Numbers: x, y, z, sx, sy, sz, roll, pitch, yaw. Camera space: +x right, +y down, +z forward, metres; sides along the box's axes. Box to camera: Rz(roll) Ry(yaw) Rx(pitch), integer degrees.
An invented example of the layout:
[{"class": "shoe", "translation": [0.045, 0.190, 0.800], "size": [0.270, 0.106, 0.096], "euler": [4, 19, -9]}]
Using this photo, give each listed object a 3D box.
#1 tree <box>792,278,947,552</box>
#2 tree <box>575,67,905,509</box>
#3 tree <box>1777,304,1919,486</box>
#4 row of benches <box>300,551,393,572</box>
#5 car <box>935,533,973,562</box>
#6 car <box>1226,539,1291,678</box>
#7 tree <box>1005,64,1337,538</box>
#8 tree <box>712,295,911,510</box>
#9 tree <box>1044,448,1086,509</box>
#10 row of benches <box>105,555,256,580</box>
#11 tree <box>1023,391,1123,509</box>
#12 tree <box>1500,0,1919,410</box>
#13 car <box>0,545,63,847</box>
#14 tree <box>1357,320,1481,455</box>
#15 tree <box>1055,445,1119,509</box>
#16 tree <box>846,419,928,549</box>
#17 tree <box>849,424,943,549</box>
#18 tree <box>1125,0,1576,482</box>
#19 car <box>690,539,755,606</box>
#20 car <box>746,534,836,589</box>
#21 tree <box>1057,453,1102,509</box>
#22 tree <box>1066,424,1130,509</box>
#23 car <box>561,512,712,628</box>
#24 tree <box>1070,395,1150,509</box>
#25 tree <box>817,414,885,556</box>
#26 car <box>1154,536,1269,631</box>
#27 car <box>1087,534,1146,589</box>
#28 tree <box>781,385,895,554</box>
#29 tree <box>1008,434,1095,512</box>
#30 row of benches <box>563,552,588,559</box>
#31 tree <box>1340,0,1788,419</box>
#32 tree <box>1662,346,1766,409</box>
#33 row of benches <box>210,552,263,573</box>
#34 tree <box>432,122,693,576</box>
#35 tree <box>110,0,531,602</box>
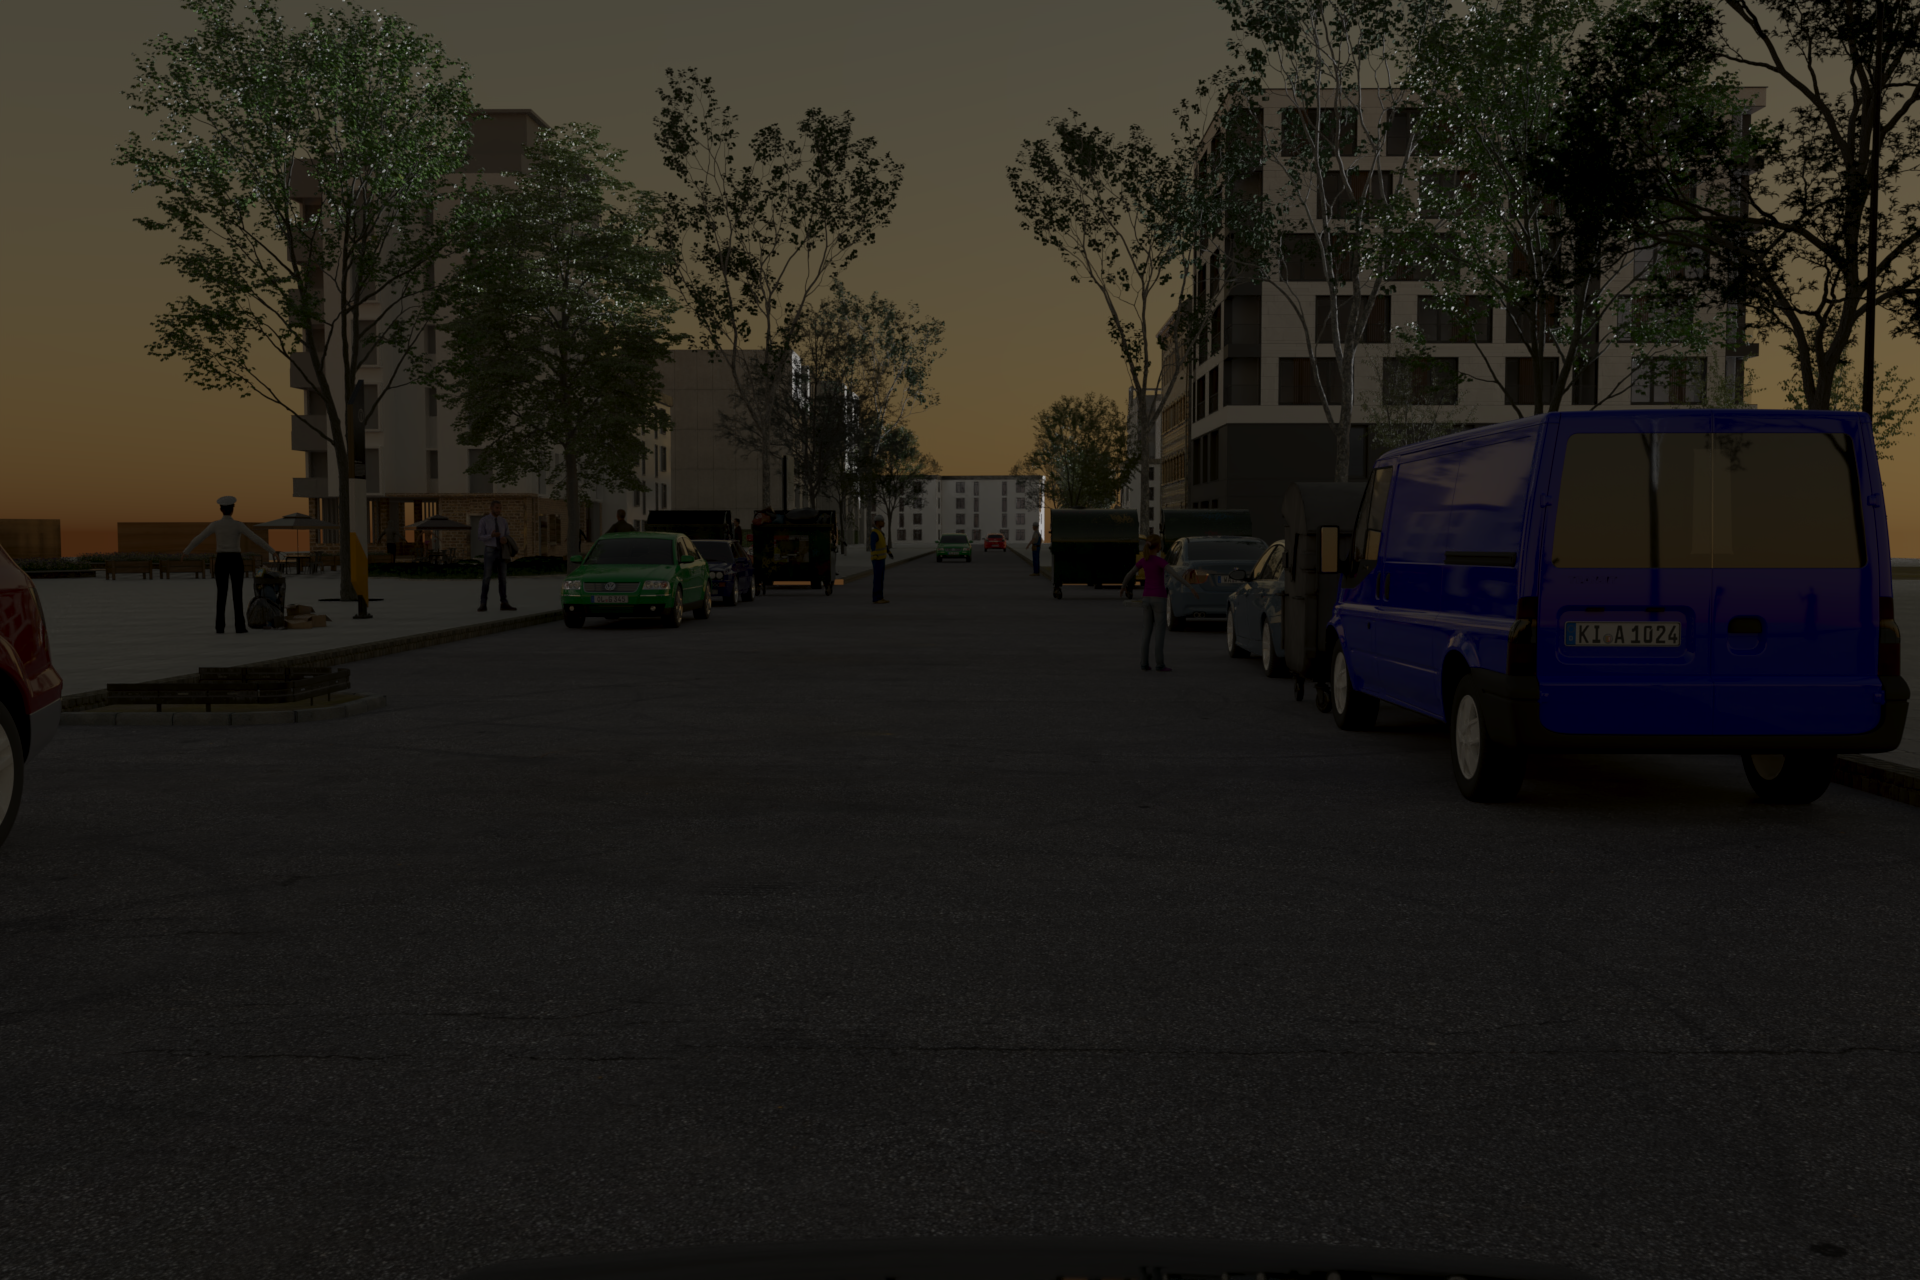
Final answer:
[{"class": "tree", "translation": [-6.938, -16.617, 127.575], "size": [12.611, 20.169, 13.585], "euler": [0, 3, 0]}, {"class": "tree", "translation": [-9.454, -13.226, 72.132], "size": [12.611, 20.169, 13.585], "euler": [0, 3, 0]}, {"class": "tree", "translation": [27.828, -6.396, 54.939], "size": [4.737, 8.622, 4.395], "euler": [0, 3, 0]}, {"class": "row of benches", "translation": [-21.422, -2.773, 60.809], "size": [1.422, 0.672, 4.104], "euler": [1, 4, 23]}, {"class": "car", "translation": [-0.299, -4.898, 88.882], "size": [1.959, 1.807, 4.718], "euler": [0, 4, 1]}, {"class": "car", "translation": [3.950, -0.401, 18.551], "size": [2.014, 1.417, 4.499], "euler": [0, 4, 1]}, {"class": "tree", "translation": [8.829, -13.062, 69.457], "size": [12.611, 20.169, 13.585], "euler": [0, 3, 0]}, {"class": "tree", "translation": [-7.583, -10.961, 89.585], "size": [12.009, 13.543, 11.850], "euler": [0, 3, 0]}, {"class": "tree", "translation": [9.026, -11.936, 145.518], "size": [4.360, 8.622, 3.978], "euler": [0, 3, 0]}, {"class": "row of benches", "translation": [-22.204, -2.091, 49.645], "size": [4.104, 0.672, 1.422], "euler": [-3, 5, -42]}, {"class": "tree", "translation": [8.304, -12.277, 126.489], "size": [9.928, 11.665, 9.643], "euler": [0, 3, 0]}, {"class": "tree", "translation": [9.563, -5.213, 19.644], "size": [7.601, 10.594, 8.767], "euler": [-2, 4, -28]}, {"class": "car", "translation": [-5.259, 0.167, 5.949], "size": [2.281, 1.827, 5.304], "euler": [0, 4, 1]}, {"class": "tree", "translation": [15.275, -6.697, 59.858], "size": [4.360, 8.622, 3.978], "euler": [0, 3, 0]}, {"class": "tree", "translation": [17.737, -20.600, 243.460], "size": [9.857, 13.997, 8.962], "euler": [0, 3, 0]}, {"class": "tree", "translation": [-6.343, -13.975, 154.244], "size": [9.928, 11.665, 9.643], "euler": [0, 3, 0]}, {"class": "tree", "translation": [-5.881, -12.814, 143.917], "size": [8.767, 10.594, 7.601], "euler": [-1, 4, -17]}, {"class": "tree", "translation": [11.086, -11.763, 48.222], "size": [12.611, 20.169, 13.585], "euler": [0, 3, 0]}, {"class": "car", "translation": [-5.261, -1.404, 35.542], "size": [1.945, 1.354, 3.894], "euler": [0, 4, 1]}, {"class": "car", "translation": [-4.550, -2.336, 46.868], "size": [2.281, 1.827, 5.304], "euler": [0, 4, 1]}, {"class": "tree", "translation": [9.462, -11.388, 136.552], "size": [4.737, 8.622, 4.395], "euler": [0, 3, 0]}, {"class": "tree", "translation": [9.018, -10.073, 115.056], "size": [4.737, 8.622, 4.395], "euler": [0, 3, 0]}, {"class": "car", "translation": [-5.134, -1.164, 27.824], "size": [1.959, 1.807, 4.718], "euler": [0, 4, 1]}, {"class": "tree", "translation": [8.209, -8.651, 91.809], "size": [4.737, 8.622, 4.395], "euler": [0, 3, 0]}, {"class": "tree", "translation": [-6.891, -9.179, 100.443], "size": [4.360, 8.622, 3.978], "euler": [0, 3, 0]}, {"class": "car", "translation": [3.944, -0.903, 26.767], "size": [2.014, 1.417, 4.499], "euler": [0, 4, 1]}, {"class": "car", "translation": [4.332, -2.218, 46.489], "size": [2.015, 1.641, 3.980], "euler": [0, 4, 0]}, {"class": "tree", "translation": [-7.732, -10.682, 109.059], "size": [7.601, 10.594, 8.767], "euler": [-1, 4, -22]}, {"class": "tree", "translation": [8.789, -13.403, 153.551], "size": [8.767, 10.594, 7.601], "euler": [-1, 4, -22]}, {"class": "row of benches", "translation": [-13.080, -2.832, 61.761], "size": [1.422, 0.672, 4.104], "euler": [1, 4, 12]}, {"class": "tree", "translation": [10.540, -6.443, 31.105], "size": [9.928, 11.665, 9.643], "euler": [0, 3, 0]}, {"class": "tree", "translation": [29.142, -7.121, 66.784], "size": [4.737, 8.622, 4.395], "euler": [0, 3, 0]}, {"class": "row of benches", "translation": [-24.381, -2.632, 58.492], "size": [1.422, 0.672, 4.104], "euler": [0, 4, -7]}, {"class": "tree", "translation": [-11.067, -7.952, 48.135], "size": [7.486, 12.596, 7.792], "euler": [0, 3, 0]}, {"class": "tree", "translation": [-11.762, -6.552, 32.875], "size": [9.928, 11.665, 9.643], "euler": [0, 3, 0]}]
